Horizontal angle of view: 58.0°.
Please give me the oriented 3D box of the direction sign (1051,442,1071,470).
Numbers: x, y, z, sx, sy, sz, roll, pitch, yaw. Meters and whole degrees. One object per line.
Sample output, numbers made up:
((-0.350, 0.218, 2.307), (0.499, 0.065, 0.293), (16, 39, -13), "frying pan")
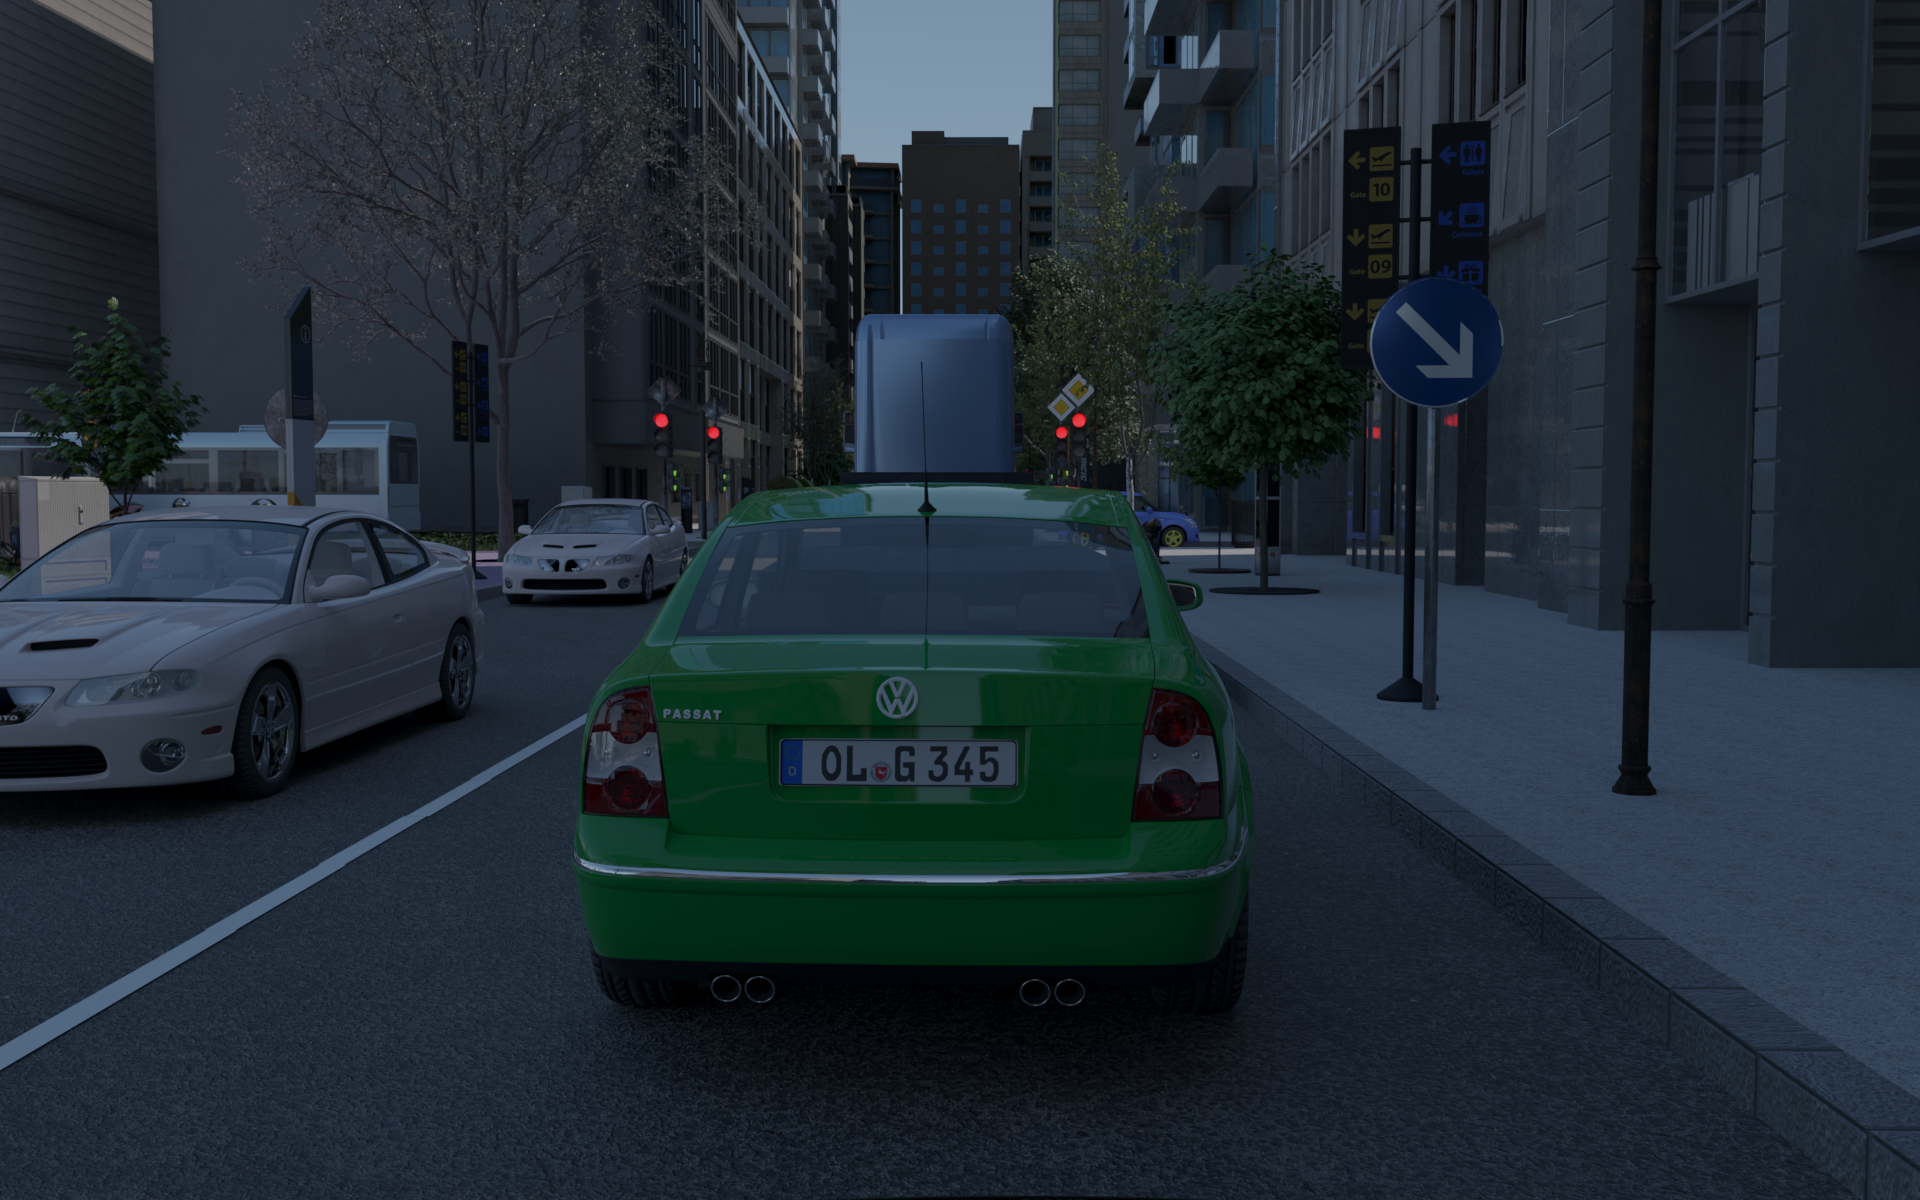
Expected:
((4.329, -5.034, 74.305), (0.876, 3.537, 0.379), (0, 4, -8), "direction sign")

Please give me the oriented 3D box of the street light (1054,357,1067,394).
((3.350, -5.152, 57.027), (0.468, 5.910, 1.993), (0, 4, 0), "street light")

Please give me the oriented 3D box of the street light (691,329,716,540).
((-7.180, -4.637, 48.610), (0.468, 5.910, 1.993), (0, 4, 0), "street light")

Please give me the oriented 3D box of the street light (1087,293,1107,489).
((3.120, -4.107, 39.944), (0.468, 5.910, 1.993), (0, 4, 0), "street light")

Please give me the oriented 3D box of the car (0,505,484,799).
((-4.119, 0.164, 9.677), (2.083, 1.381, 4.827), (0, 4, 2), "car")

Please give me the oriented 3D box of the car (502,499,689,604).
((-4.970, -0.720, 24.131), (2.083, 1.381, 4.827), (0, 4, 1), "car")

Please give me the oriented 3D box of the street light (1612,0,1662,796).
((2.897, -2.109, 7.266), (0.468, 5.910, 1.993), (0, 4, 0), "street light")

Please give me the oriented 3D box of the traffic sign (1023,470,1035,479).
((3.564, -5.581, 91.353), (0.768, 2.556, 0.104), (0, 4, 3), "traffic sign")

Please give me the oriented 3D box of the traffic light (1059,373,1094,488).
((2.732, -3.143, 40.312), (0.839, 4.253, 0.868), (0, 4, 0), "traffic light")

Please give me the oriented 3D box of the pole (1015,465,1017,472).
((3.495, -7.027, 108.742), (0.158, 3.312, 0.155), (0, 3, 0), "pole")

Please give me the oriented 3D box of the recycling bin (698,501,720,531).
((-8.866, -2.971, 61.136), (0.722, 1.027, 0.722), (0, 4, -6), "recycling bin")

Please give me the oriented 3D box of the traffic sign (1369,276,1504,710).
((2.795, -0.620, 10.242), (0.768, 2.556, 0.104), (0, 4, 7), "traffic sign")

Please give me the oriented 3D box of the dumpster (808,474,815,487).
((-7.067, -4.464, 75.482), (1.502, 2.255, 1.985), (0, 4, 1), "dumpster")

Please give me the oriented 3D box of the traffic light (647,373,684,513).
((-6.879, -3.147, 40.379), (0.839, 4.253, 0.868), (0, 4, 0), "traffic light")

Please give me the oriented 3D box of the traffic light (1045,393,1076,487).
((2.801, -3.632, 48.297), (0.839, 4.253, 0.868), (0, 4, 0), "traffic light")

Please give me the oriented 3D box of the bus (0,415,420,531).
((-20.814, -3.022, 44.275), (13.247, 3.499, 2.948), (0, 3, 0), "bus")

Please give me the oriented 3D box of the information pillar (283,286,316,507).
((-7.363, -1.713, 19.357), (0.183, 3.616, 0.504), (0, 4, 8), "information pillar")

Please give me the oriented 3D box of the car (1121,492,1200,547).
((4.415, -2.183, 45.286), (3.694, 1.707, 1.945), (0, 4, 2), "car")

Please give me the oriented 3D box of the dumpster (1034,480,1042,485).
((3.673, -5.572, 93.598), (1.502, 2.255, 1.985), (0, 4, 1), "dumpster")

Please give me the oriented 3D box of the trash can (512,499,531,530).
((-12.488, -2.276, 48.858), (0.748, 1.137, 0.748), (0, 3, 0), "trash can")

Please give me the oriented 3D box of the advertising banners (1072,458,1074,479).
((3.947, -4.049, 62.394), (0.090, 3.025, 2.074), (1, 4, 13), "advertising banners")

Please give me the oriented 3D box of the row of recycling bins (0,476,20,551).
((-21.979, -2.008, 39.936), (1.069, 1.692, 3.534), (-1, 4, -15), "row of recycling bins")

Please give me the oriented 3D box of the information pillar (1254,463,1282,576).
((4.830, -1.386, 27.161), (0.304, 2.012, 0.304), (-2, 4, -24), "information pillar")

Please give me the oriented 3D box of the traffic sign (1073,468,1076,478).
((3.721, -3.584, 59.782), (0.795, 2.450, 0.064), (0, 4, 7), "traffic sign")

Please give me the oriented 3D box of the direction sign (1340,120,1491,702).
((2.801, -1.146, 10.733), (0.876, 3.537, 0.379), (1, 4, 19), "direction sign")

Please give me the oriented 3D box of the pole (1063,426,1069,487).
((3.191, -3.567, 52.172), (0.158, 3.312, 0.155), (0, 3, 0), "pole")

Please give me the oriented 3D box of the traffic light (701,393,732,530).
((-6.810, -3.636, 48.363), (0.839, 4.253, 0.868), (0, 4, 0), "traffic light")

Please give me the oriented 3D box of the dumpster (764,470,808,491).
((-7.105, -4.132, 70.045), (1.502, 2.255, 1.985), (0, 4, 0), "dumpster")

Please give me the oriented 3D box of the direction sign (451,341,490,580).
((-7.333, -2.081, 26.026), (0.379, 3.537, 0.876), (1, 4, 20), "direction sign")

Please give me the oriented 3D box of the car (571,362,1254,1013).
((-0.052, 0.160, 6.185), (1.959, 1.807, 4.718), (0, 4, 2), "car")

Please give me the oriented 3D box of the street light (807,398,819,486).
((-6.942, -6.684, 82.078), (0.468, 5.910, 1.993), (0, 4, 0), "street light")

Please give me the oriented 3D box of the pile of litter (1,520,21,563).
((-16.501, -1.029, 30.783), (1.719, 0.858, 1.176), (-3, 4, -38), "pile of litter")

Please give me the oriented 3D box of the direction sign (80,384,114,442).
((-17.549, -2.660, 35.483), (0.379, 3.537, 0.876), (2, 4, 33), "direction sign")

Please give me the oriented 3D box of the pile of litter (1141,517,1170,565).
((3.282, -1.098, 31.921), (1.176, 0.858, 1.719), (0, 4, 7), "pile of litter")

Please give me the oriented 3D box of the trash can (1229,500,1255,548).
((6.749, -1.802, 41.119), (0.748, 1.137, 0.748), (0, 3, 0), "trash can")

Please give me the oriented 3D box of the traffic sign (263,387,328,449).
((-7.789, -1.236, 20.322), (0.768, 2.556, 0.104), (0, 4, 1), "traffic sign")
